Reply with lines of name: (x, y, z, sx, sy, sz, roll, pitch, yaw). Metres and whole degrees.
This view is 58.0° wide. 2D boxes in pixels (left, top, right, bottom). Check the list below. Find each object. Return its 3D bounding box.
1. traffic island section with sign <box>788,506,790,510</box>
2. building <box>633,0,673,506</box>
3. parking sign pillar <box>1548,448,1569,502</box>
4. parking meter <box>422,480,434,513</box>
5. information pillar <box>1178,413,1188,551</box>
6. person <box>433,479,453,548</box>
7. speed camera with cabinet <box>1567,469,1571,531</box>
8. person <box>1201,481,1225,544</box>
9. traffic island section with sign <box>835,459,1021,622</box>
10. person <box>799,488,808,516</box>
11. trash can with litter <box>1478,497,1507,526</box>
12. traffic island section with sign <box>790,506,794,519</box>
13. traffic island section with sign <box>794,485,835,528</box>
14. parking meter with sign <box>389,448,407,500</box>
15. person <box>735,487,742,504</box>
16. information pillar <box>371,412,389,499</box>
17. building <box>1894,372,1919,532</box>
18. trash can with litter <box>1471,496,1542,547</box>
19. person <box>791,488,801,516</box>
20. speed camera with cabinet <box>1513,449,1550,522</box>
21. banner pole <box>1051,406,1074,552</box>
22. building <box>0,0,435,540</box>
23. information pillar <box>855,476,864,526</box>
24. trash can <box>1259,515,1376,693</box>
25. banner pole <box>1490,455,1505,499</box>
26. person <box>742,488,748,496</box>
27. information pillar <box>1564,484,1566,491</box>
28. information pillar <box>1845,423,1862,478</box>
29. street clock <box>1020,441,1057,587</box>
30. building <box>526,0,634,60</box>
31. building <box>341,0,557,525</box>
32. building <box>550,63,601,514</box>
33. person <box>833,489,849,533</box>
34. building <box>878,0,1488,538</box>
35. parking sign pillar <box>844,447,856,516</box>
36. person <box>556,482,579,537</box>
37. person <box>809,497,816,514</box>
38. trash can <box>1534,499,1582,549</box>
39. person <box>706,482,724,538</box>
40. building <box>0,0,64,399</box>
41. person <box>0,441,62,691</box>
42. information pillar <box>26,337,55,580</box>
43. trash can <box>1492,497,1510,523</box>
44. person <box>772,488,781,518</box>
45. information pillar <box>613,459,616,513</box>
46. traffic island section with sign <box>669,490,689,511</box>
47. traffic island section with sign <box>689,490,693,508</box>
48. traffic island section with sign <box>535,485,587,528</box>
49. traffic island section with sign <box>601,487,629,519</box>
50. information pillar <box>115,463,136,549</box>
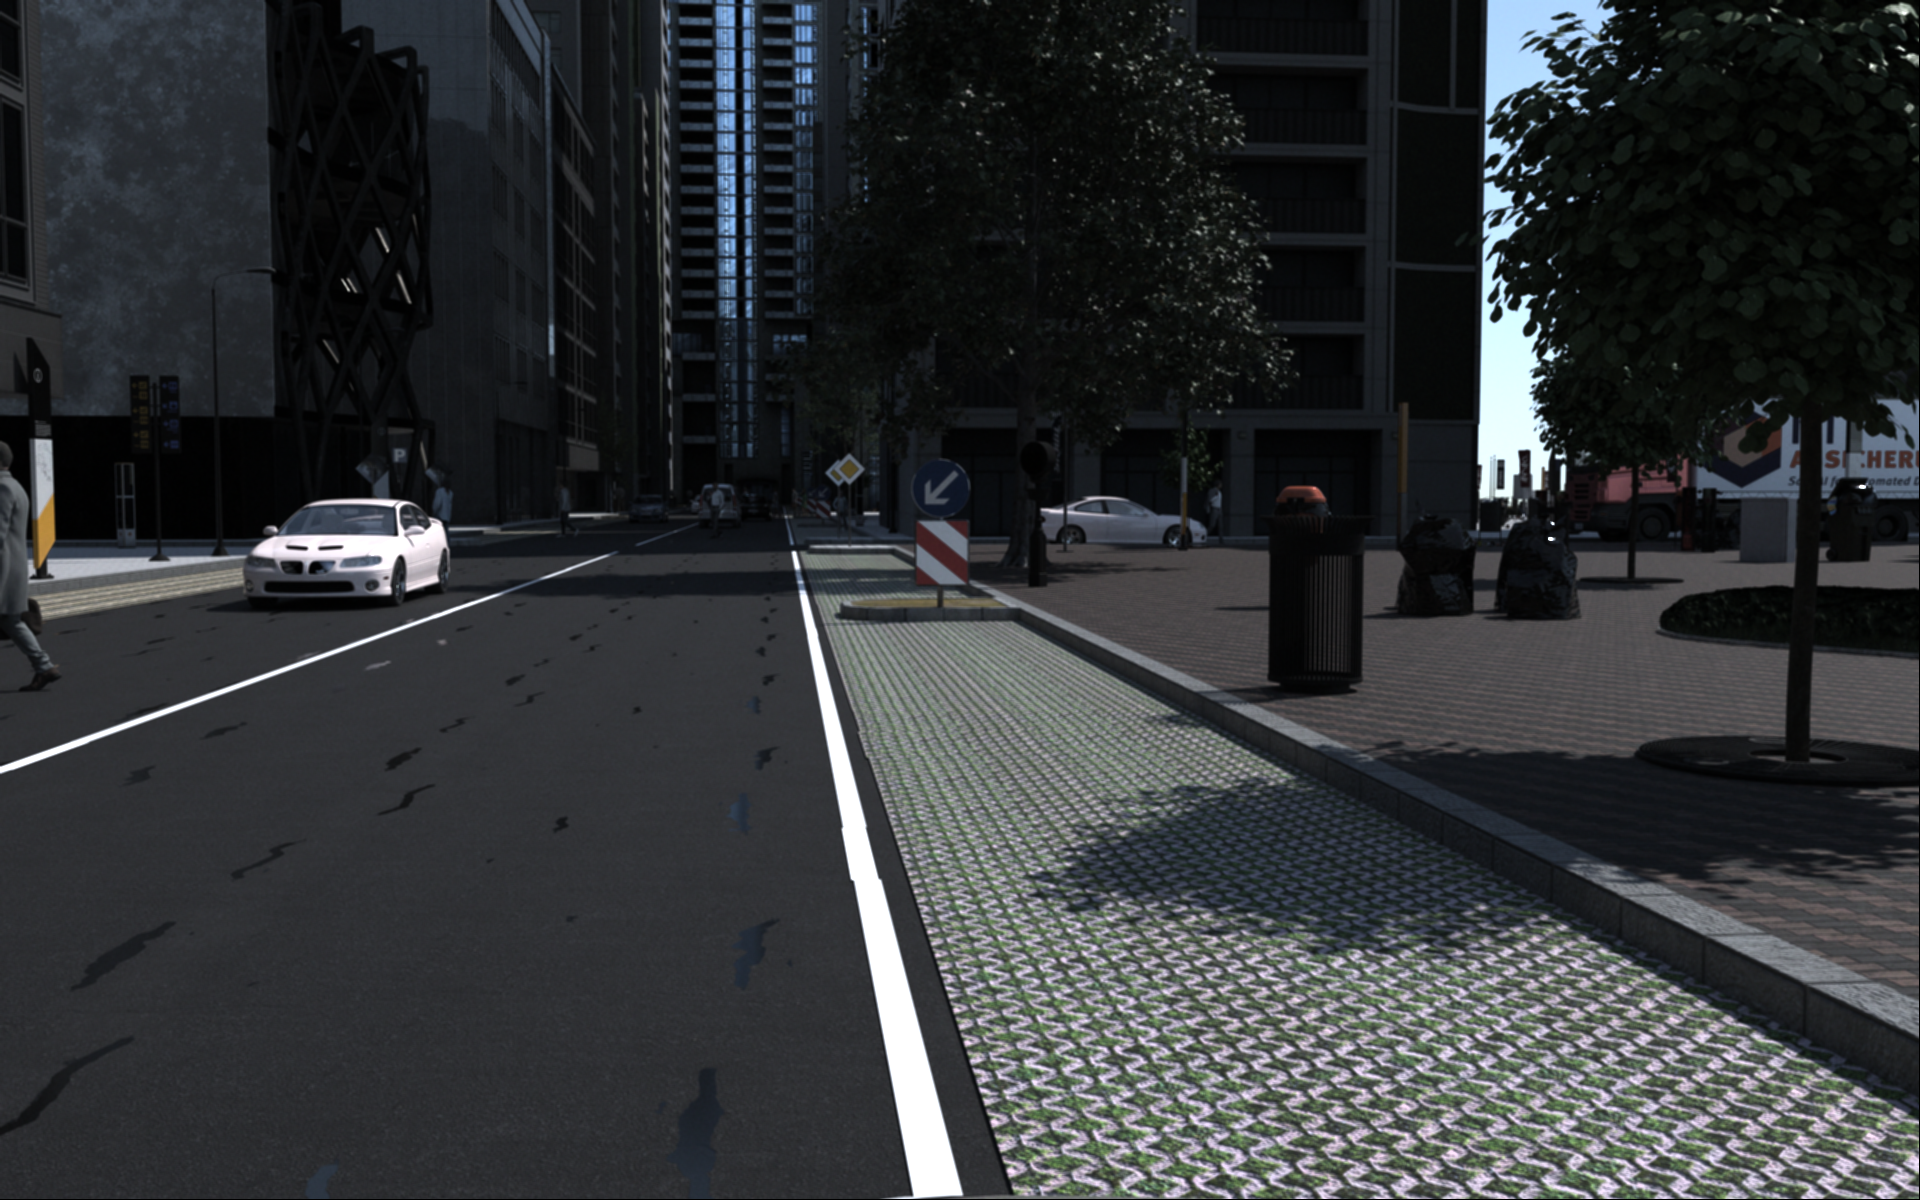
traffic island section with sign: (-14.002, -8.756, 151.785, 1.989, 1.847, 2.006, 0, 4, -6)
building: (-45.609, -39.397, 186.140, 28.212, 58.520, 21.231, 0, 4, -6)
parking sign pillar: (32.897, -6.571, 95.907, 1.447, 3.967, 1.447, 1, 4, 9)
parking meter: (-21.456, -3.923, 69.856, 0.399, 1.863, 0.255, 0, 4, -2)
information pillar: (5.080, -2.933, 39.309, 0.183, 3.616, 0.504, 0, 4, 1)
person: (-12.108, -1.947, 40.603, 0.793, 1.790, 0.793, -1, 4, -10)
speed camera with cabinet: (22.159, -4.026, 60.161, 2.038, 3.252, 0.660, 1, 4, 20)
person: (6.973, -2.379, 47.502, 0.850, 1.850, 0.679, 2, 4, 32)
traffic island section with sign: (-0.397, -0.712, 20.265, 1.989, 1.847, 2.006, 0, 4, -6)
person: (-9.956, -6.253, 110.986, 0.529, 1.795, 0.600, -3, 4, -36)
trash can with litter: (21.149, -3.510, 68.779, 1.055, 1.170, 0.624, 2, 4, 34)
traffic island section with sign: (-8.790, -5.674, 101.389, 1.989, 1.847, 2.006, 0, 4, -6)
traffic island section with sign: (-6.018, -4.034, 74.577, 1.989, 1.847, 2.006, 0, 4, -6)
parking meter with sign: (-21.686, -4.298, 66.527, 0.543, 3.016, 1.738, -2, 4, -30)
person: (-11.457, -4.901, 88.808, 0.661, 1.801, 0.590, 1, 4, 22)
information pillar: (-16.548, -3.555, 49.471, 0.504, 3.616, 0.183, 0, 4, 4)
building: (34.948, -23.036, 60.235, 14.086, 41.232, 14.154, 0, 4, -6)
trash can with litter: (13.433, -1.929, 42.595, 2.233, 1.210, 1.678, 2, 4, 25)
person: (-10.844, -6.412, 113.462, 0.853, 1.813, 0.709, -3, 5, -41)
speed camera with cabinet: (25.505, -5.073, 77.283, 2.038, 3.252, 0.660, -3, 4, -39)
banner pole: (2.228, -2.963, 38.467, 0.401, 3.779, 0.863, -2, 4, -27)
building: (-26.122, -11.529, 55.958, 16.820, 18.784, 16.811, 0, 4, -6)
information pillar: (-4.006, -3.950, 69.080, 0.304, 2.012, 0.304, -1, 4, -9)
trash can: (2.327, 0.020, 11.327, 0.748, 1.137, 0.748, 0, 3, 0)
banner pole: (34.337, -7.373, 110.565, 0.863, 3.779, 0.401, 1, 4, 13)
person: (-13.151, -5.920, 105.481, 0.721, 1.800, 0.419, 2, 4, 33)
information pillar: (42.468, -7.140, 121.224, 0.304, 2.012, 0.304, 1, 4, 8)
information pillar: (18.095, -2.675, 35.099, 0.504, 3.616, 0.183, -2, 4, -35)
street clock: (1.079, -1.185, 23.949, 0.471, 2.002, 0.358, 3, 4, 38)
building: (-31.840, -27.258, 129.255, 14.154, 41.232, 14.086, 0, 4, -6)
building: (-26.149, -16.012, 79.820, 12.078, 24.808, 19.932, 0, 4, -6)
building: (-29.706, -18.883, 102.240, 14.314, 27.812, 24.014, 0, 4, -6)
person: (-4.382, -3.270, 63.778, 0.589, 1.601, 0.330, 0, 4, -7)
building: (7.868, -37.997, 59.499, 20.611, 71.187, 20.563, 0, 4, -6)
parking sign pillar: (-6.378, -6.826, 100.070, 1.447, 3.967, 1.447, -1, 4, -15)
person: (-13.032, -3.004, 57.468, 0.795, 1.843, 0.661, 0, 4, -3)
person: (-10.741, -7.091, 125.902, 0.593, 1.643, 0.415, -1, 4, -13)
trash can: (11.908, -1.413, 34.758, 0.748, 1.137, 0.748, 0, 3, 0)
person: (-8.003, -2.933, 56.556, 0.679, 1.850, 0.850, 2, 4, 23)
building: (-20.186, -13.562, 15.251, 14.314, 27.812, 24.014, 0, 4, -6)
person: (-6.910, -0.233, 12.416, 0.767, 1.812, 0.694, -1, 4, -18)
information pillar: (-13.864, -2.127, 26.127, 0.183, 3.616, 0.504, 0, 4, 1)
trash can: (23.851, -3.959, 76.391, 0.748, 1.137, 0.748, 0, 3, 0)
person: (-10.840, -5.739, 102.423, 0.778, 1.811, 0.616, 2, 4, 35)
information pillar: (-23.085, -7.609, 115.762, 0.183, 3.616, 0.504, 0, 4, -6)
traffic island section with sign: (-24.937, -8.705, 150.960, 1.989, 1.847, 2.006, 0, 4, -6)
traffic island section with sign: (-27.761, -10.372, 178.211, 1.989, 1.847, 2.006, 0, 4, -6)
traffic island section with sign: (-16.949, -3.980, 73.697, 1.989, 1.847, 2.006, 0, 4, -6)
traffic island section with sign: (-19.720, -5.620, 100.510, 1.989, 1.847, 2.006, 0, 4, -6)
information pillar: (-19.717, -2.228, 40.924, 0.304, 2.012, 0.304, 2, 4, 33)
